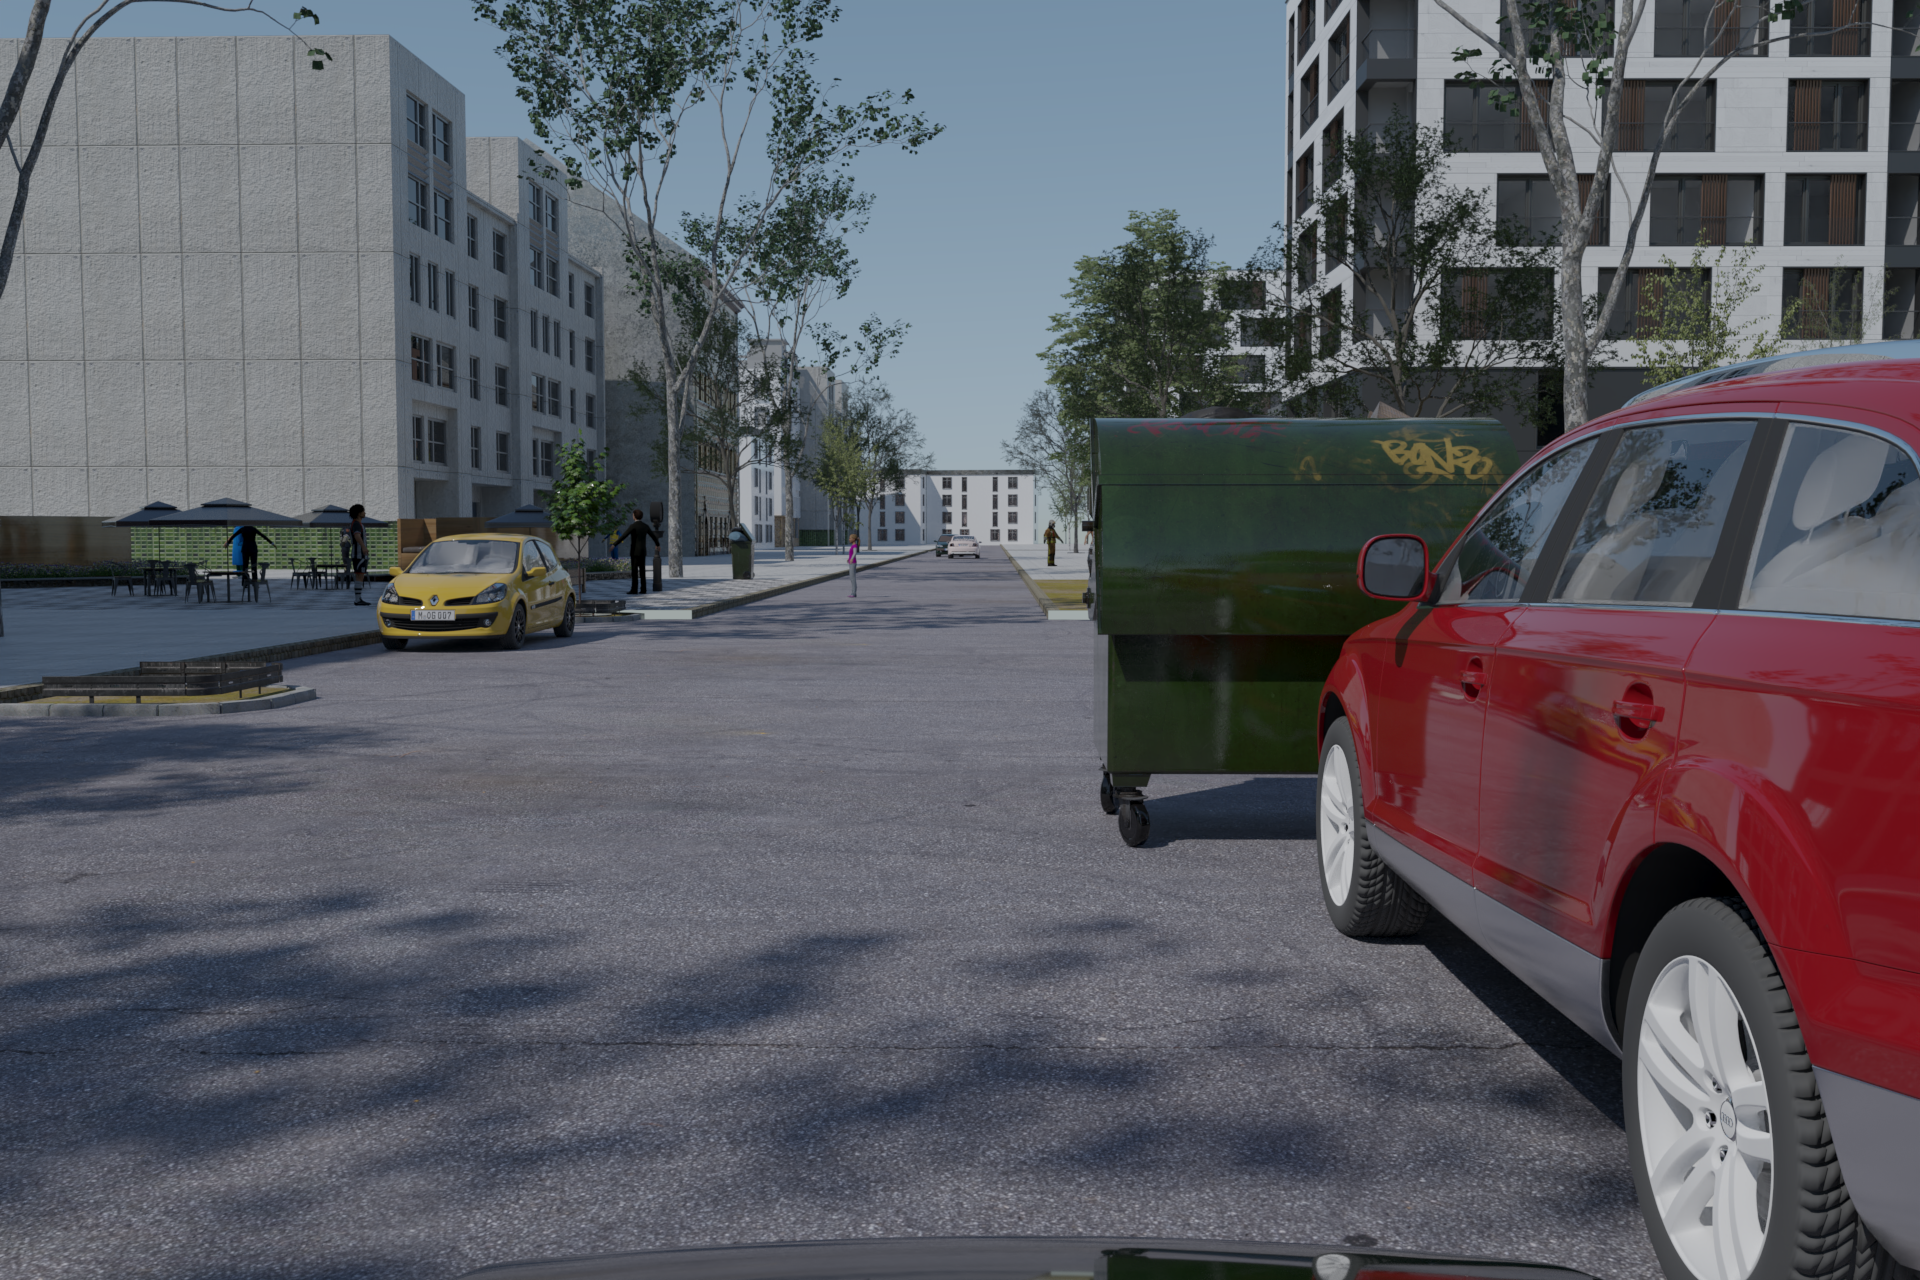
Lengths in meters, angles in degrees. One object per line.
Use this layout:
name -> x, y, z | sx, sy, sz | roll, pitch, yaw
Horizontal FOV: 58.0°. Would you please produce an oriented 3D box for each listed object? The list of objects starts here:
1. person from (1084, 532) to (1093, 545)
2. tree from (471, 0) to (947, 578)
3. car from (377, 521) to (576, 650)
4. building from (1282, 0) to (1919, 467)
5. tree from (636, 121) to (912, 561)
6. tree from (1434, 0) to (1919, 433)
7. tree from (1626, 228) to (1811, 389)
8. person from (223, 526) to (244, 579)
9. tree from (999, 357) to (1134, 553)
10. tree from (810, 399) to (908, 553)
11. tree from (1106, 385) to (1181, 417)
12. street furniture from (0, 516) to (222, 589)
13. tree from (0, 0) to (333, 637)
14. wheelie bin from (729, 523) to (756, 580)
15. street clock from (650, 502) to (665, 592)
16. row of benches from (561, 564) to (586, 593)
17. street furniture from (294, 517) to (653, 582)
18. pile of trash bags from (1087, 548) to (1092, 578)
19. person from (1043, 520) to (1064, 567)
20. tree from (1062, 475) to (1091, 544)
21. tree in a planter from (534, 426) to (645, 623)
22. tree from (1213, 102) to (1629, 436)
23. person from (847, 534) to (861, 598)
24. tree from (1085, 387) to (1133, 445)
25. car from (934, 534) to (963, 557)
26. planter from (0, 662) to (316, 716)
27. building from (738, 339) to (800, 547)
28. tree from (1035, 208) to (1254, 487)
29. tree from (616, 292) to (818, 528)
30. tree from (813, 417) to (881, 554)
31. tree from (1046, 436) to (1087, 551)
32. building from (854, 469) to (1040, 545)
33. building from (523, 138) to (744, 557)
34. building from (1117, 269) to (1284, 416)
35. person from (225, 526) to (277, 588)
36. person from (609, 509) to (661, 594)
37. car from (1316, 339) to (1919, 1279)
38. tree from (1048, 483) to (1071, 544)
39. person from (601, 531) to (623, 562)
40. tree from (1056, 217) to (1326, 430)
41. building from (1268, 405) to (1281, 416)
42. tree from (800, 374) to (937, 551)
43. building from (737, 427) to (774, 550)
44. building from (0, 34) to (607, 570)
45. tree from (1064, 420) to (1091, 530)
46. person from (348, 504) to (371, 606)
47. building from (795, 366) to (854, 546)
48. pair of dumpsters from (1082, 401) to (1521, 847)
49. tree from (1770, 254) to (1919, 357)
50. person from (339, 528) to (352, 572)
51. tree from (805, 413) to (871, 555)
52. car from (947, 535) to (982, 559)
person -> 4.470, -3.056, 56.764 | 1.217, 1.733, 0.721 | -3, 5, -44
tree -> -7.263, -11.845, 49.552 | 12.611, 20.169, 13.585 | 0, 3, 0
car -> -6.278, -0.763, 22.704 | 2.015, 1.641, 3.980 | 0, 4, 1
building -> 26.431, -13.764, 69.009 | 27.936, 21.610, 32.646 | 0, 4, 1
tree -> -8.690, -13.768, 81.000 | 12.611, 20.169, 13.585 | 0, 3, 0
tree -> 8.700, -10.309, 24.440 | 12.611, 20.169, 13.585 | 0, 3, 0
tree -> 18.419, -5.646, 42.676 | 4.737, 8.622, 4.395 | 0, 3, 0
person -> -20.747, -2.672, 49.818 | 1.347, 1.817, 0.704 | 3, 5, 39
tree -> 7.699, -12.525, 115.147 | 12.009, 13.543, 11.850 | 0, 3, 0
tree -> -6.767, -11.293, 119.056 | 7.601, 10.594, 8.767 | -3, 5, -43
tree -> 7.468, -7.293, 69.609 | 4.360, 8.622, 3.978 | 0, 3, 0
street furniture -> -22.754, -2.258, 43.768 | 9.812, 1.723, 11.010 | 3, 4, 38
tree -> -11.079, -10.034, 19.951 | 12.611, 20.169, 13.585 | 0, 3, 0
wheelie bin -> -6.163, -2.514, 49.004 | 0.693, 1.594, 0.980 | 0, 4, 3
street clock -> -6.758, -2.083, 38.634 | 0.358, 2.002, 0.471 | 0, 4, 1
row of benches -> -8.764, -1.240, 35.743 | 1.422, 0.672, 4.104 | 1, 4, 9
street furniture -> -12.083, -2.571, 48.882 | 9.812, 1.723, 11.010 | 1, 4, 17
pile of trash bags -> 3.728, -1.725, 37.951 | 1.912, 1.369, 3.447 | 0, 4, -1
person -> 3.650, -3.842, 68.592 | 0.705, 1.858, 1.354 | 3, 4, 36
tree -> 16.472, -17.417, 219.178 | 7.601, 10.594, 8.767 | 0, 4, -4
tree in a planter -> -6.366, -1.937, 28.893 | 1.991, 3.239, 1.994 | 0, 4, 1
tree -> 9.906, -6.268, 36.888 | 8.767, 10.594, 7.601 | 0, 4, -4
person -> -2.476, -1.676, 39.121 | 0.599, 1.433, 0.991 | 0, 4, -8
tree -> 7.357, -8.085, 82.556 | 4.360, 8.622, 3.978 | 0, 3, 0
car -> -0.630, -6.087, 109.301 | 2.009, 1.686, 4.222 | 0, 4, 1
planter -> -6.606, 0.400, 14.604 | 1.991, 0.319, 1.994 | 0, 4, 2
building -> -22.058, -19.112, 168.900 | 16.016, 20.090, 11.380 | 0, 4, 1
tree -> 6.461, -8.711, 60.559 | 7.486, 12.596, 7.792 | 0, 3, 0
tree -> -8.965, -8.112, 67.041 | 7.601, 10.594, 8.767 | 1, 4, 20
tree -> -7.142, -9.746, 109.711 | 4.737, 8.622, 4.395 | 0, 3, 0
tree -> 8.256, -11.021, 130.558 | 4.360, 8.622, 3.978 | 0, 3, 0
building -> -4.216, -17.088, 223.990 | 28.070, 9.664, 9.099 | 1, 4, 10
building -> -23.992, -16.807, 105.727 | 19.493, 23.208, 18.063 | 0, 4, 0
building -> 27.244, -18.722, 150.083 | 27.936, 21.610, 32.646 | 0, 4, 1
person -> -16.787, -2.096, 40.989 | 1.216, 1.740, 0.721 | 0, 4, -2
person -> -6.878, -1.879, 36.907 | 0.705, 1.806, 1.347 | 3, 5, 42
car -> 2.329, 0.252, 4.555 | 2.281, 1.827, 5.304 | 0, 4, 1
tree -> 13.649, -16.902, 226.710 | 4.737, 8.622, 4.395 | 0, 3, 0
person -> -13.812, -3.819, 68.905 | 1.216, 1.772, 0.721 | 3, 4, 36
tree -> 6.509, -7.090, 50.336 | 8.767, 10.594, 7.601 | 1, 4, 20
building -> 25.119, -9.845, 103.110 | 9.099, 9.664, 28.070 | 0, 4, 1
tree -> -6.923, -13.587, 132.513 | 12.009, 13.543, 11.850 | 0, 3, 0
building -> -20.373, -12.649, 148.957 | 9.099, 9.664, 28.070 | 0, 4, 1
building -> -27.993, -12.920, 77.698 | 16.747, 18.905, 31.486 | 0, 4, 2
tree -> 7.342, -8.841, 94.917 | 4.360, 8.622, 3.978 | 0, 3, 0
person -> -10.747, -1.524, 31.067 | 0.704, 1.843, 1.345 | -1, 4, -21
building -> -21.920, -20.323, 198.739 | 16.747, 18.905, 31.486 | 0, 4, 2
pair of dumpsters -> 2.807, -0.210, 8.379 | 4.436, 2.255, 1.574 | 0, 4, 1
tree -> 23.295, -5.885, 46.575 | 4.360, 8.622, 3.978 | 0, 3, 0
person -> -18.548, -2.840, 52.205 | 0.705, 1.856, 1.354 | -1, 4, -22
tree -> -7.421, -9.431, 104.567 | 4.737, 8.622, 4.395 | 0, 3, 0
car -> 0.247, -5.467, 101.743 | 2.083, 1.381, 4.827 | 0, 4, 1
